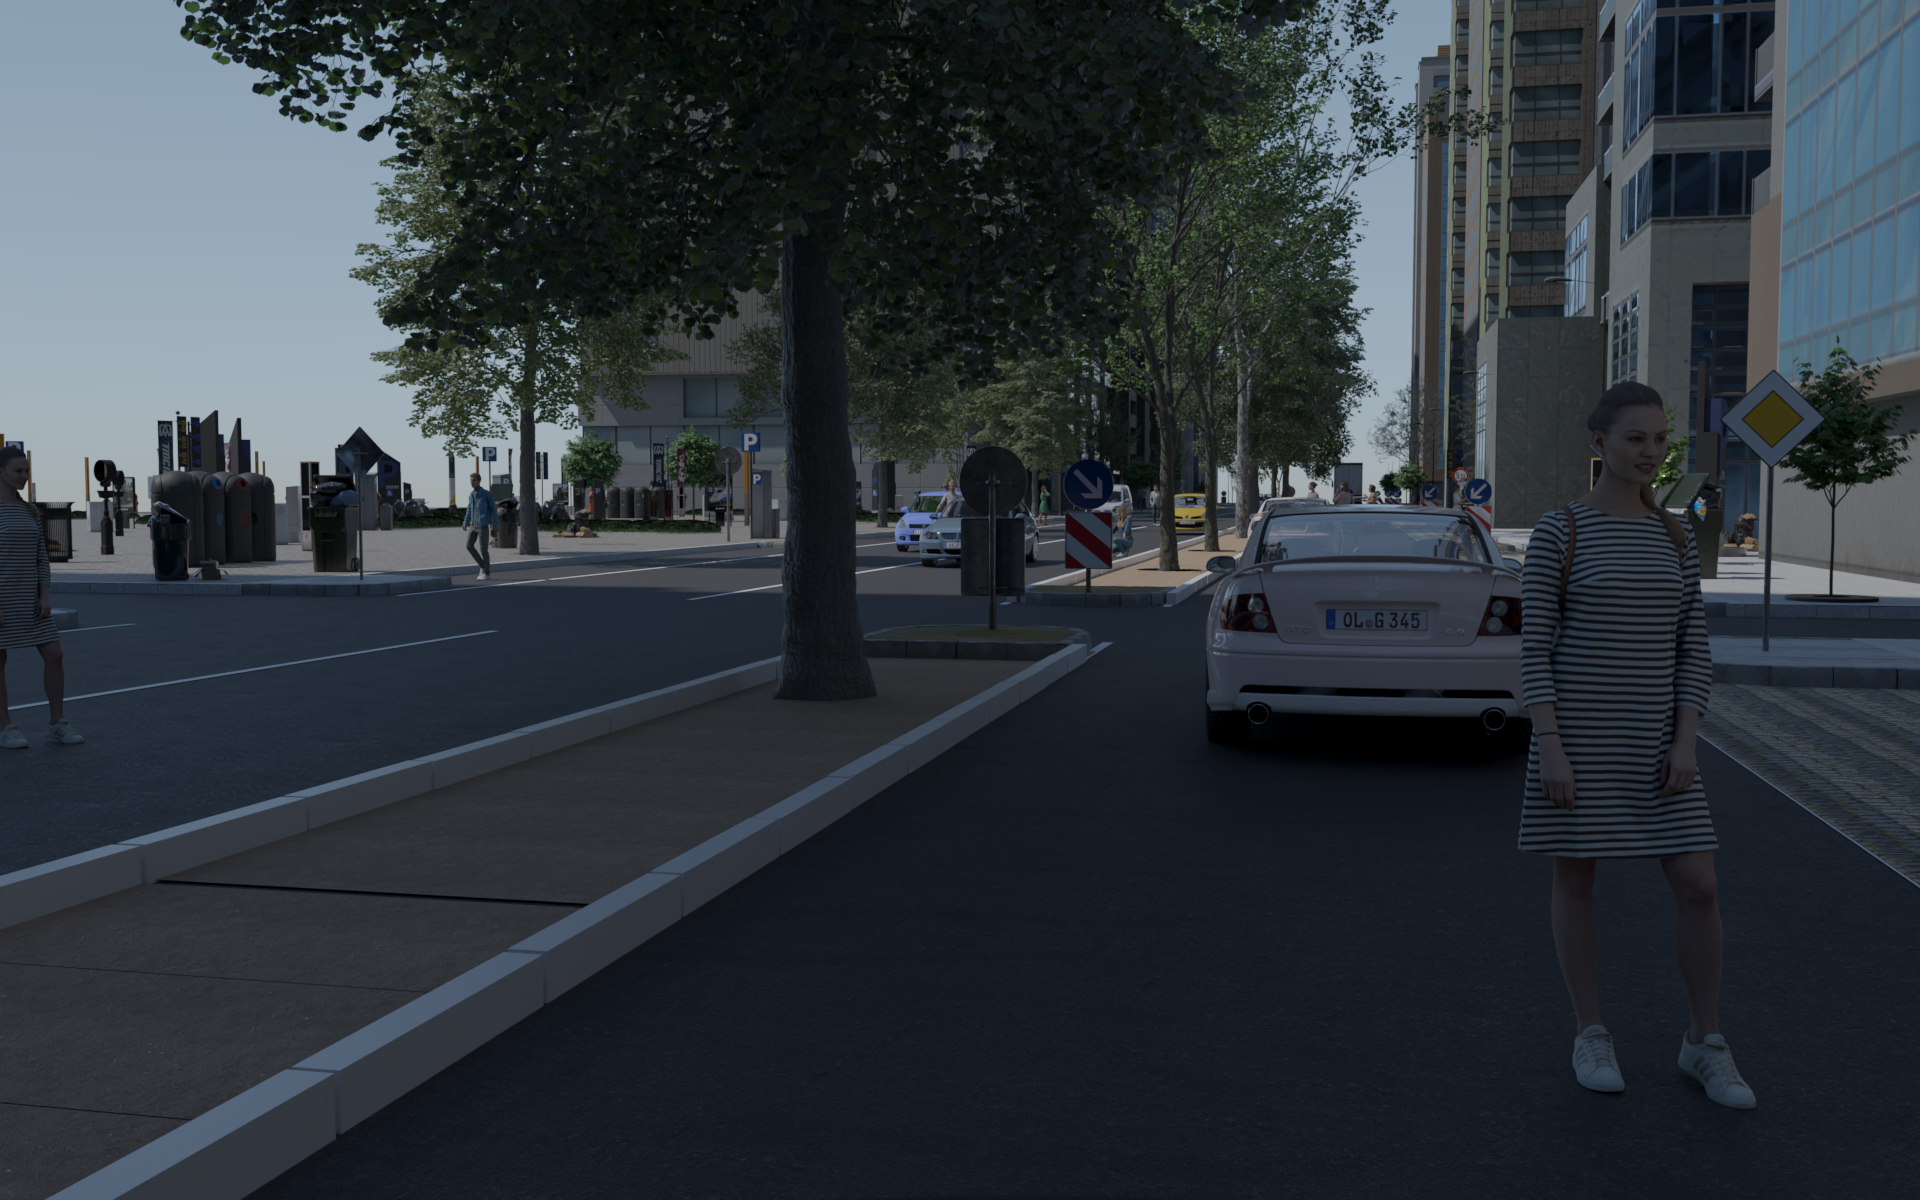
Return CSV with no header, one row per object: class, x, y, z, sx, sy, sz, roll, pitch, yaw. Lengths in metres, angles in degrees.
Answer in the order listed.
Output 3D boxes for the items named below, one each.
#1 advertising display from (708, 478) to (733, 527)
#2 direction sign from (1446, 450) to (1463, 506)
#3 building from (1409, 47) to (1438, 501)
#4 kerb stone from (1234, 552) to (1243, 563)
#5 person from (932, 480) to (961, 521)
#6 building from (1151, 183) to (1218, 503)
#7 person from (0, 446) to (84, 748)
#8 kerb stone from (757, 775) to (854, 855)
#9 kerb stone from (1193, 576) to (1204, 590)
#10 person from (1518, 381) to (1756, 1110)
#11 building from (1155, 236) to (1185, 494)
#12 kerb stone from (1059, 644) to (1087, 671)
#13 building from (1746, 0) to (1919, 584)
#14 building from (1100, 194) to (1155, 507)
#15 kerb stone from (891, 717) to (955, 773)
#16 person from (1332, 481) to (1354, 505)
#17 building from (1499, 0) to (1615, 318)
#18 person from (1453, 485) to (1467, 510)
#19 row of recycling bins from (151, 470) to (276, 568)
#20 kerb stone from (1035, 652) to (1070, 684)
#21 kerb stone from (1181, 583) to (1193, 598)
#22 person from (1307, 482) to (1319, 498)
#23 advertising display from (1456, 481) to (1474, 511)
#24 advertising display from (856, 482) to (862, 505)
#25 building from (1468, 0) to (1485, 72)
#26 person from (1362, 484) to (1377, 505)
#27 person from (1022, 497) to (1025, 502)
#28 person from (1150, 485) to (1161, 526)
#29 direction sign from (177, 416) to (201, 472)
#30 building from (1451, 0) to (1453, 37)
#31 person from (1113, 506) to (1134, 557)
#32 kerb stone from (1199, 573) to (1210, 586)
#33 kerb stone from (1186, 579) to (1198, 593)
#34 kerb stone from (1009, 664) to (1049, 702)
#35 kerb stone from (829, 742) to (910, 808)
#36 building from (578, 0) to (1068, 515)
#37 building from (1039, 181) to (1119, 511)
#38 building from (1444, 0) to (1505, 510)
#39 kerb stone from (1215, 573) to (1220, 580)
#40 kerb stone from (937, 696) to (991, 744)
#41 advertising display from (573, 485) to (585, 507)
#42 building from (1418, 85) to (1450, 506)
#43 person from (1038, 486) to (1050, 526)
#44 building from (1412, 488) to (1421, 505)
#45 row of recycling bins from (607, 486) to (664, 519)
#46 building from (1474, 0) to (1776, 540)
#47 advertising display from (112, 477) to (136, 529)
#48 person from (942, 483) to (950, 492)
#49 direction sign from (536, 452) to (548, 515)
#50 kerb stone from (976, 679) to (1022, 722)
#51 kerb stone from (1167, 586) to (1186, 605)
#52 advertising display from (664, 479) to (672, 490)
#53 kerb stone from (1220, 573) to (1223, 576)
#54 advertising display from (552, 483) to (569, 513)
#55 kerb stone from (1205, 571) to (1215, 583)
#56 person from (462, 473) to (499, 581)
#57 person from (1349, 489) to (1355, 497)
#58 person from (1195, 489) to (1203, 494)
advertising display,-9.474,-3.866,68.421,0.974,1.923,0.123,0,4,-1
direction sign,25.432,-5.940,89.108,0.876,3.537,0.379,-1,4,-8
building,71.686,-42.257,232.898,21.231,58.520,28.212,1,4,13
kerb stone,5.995,-0.901,36.925,0.120,0.150,1.000,1,4,13
person,-0.342,-1.824,38.997,0.731,1.740,0.598,-3,5,-39
building,24.365,-42.690,239.981,21.231,58.520,28.212,1,4,13
person,-5.372,-0.020,9.828,0.522,1.701,0.512,1,4,23
kerb stone,-0.659,0.909,7.363,0.120,0.150,1.000,1,4,13
kerb stone,3.516,-0.229,25.932,0.120,0.150,1.000,1,4,13
person,1.603,0.323,4.215,0.512,1.701,0.522,0,4,-5
building,17.280,-25.686,191.662,14.160,30.474,14.107,1,4,13
kerb stone,0.918,0.482,14.371,0.120,0.150,1.000,1,4,13
building,20.839,-22.907,24.648,14.200,45.320,14.600,1,4,13
building,10.413,-24.056,165.023,14.160,30.474,14.107,1,4,13
kerb stone,-0.209,0.785,9.364,0.120,0.150,1.000,1,4,13
person,9.515,-2.047,42.552,0.593,1.750,0.643,-2,4,-28
building,33.948,-19.212,85.818,14.160,30.474,14.107,1,4,13
person,16.916,-3.030,58.616,0.524,1.755,0.480,0,4,2
row of recycling bins,-13.649,-1.502,31.671,1.069,1.692,3.534,0,4,4
kerb stone,0.689,0.540,13.371,0.120,0.150,1.000,1,4,13
kerb stone,3.076,-0.103,23.930,0.120,0.150,1.000,1,4,13
person,9.850,-2.445,48.813,0.374,1.781,0.599,-2,4,-31
advertising display,24.066,-4.717,82.340,0.974,1.923,0.123,0,4,3
advertising display,-5.281,-5.100,88.600,0.123,1.923,0.974,1,4,20
building,41.578,-28.504,116.148,14.600,45.320,14.200,1,4,13
person,14.573,-3.232,61.697,0.532,1.782,0.716,1,4,11
person,2.727,-4.252,78.566,0.519,1.759,0.362,-1,4,-14
person,8.805,-4.222,77.379,0.661,1.843,0.795,2,4,25
direction sign,-22.485,-3.583,50.573,0.379,3.537,0.876,1,4,19
building,53.033,-37.155,149.477,21.231,58.520,28.212,1,4,13
person,3.660,-1.566,39.610,0.738,1.151,1.012,-1,4,-19
kerb stone,3.743,-0.290,26.937,0.120,0.150,1.000,1,4,13
kerb stone,3.289,-0.167,24.930,0.120,0.150,1.000,1,4,13
kerb stone,0.472,0.601,12.365,0.120,0.150,1.000,1,4,13
kerb stone,-0.438,0.846,8.363,0.120,0.150,1.000,1,4,13
building,-7.650,-32.215,115.957,28.713,52.752,27.495,1,4,13
building,0.414,-32.067,143.904,23.786,49.044,30.456,1,4,13
building,43.937,-27.316,130.213,14.154,41.232,14.086,1,4,13
kerb stone,4.200,-0.408,28.934,0.120,0.150,1.000,1,4,13
kerb stone,0.013,0.724,10.362,0.120,0.150,1.000,1,4,13
advertising display,-20.558,-5.398,93.470,0.123,1.923,0.974,1,4,22
building,57.900,-33.014,189.896,14.600,45.320,14.200,1,4,13
person,3.758,-4.236,78.004,0.529,1.795,0.600,-1,4,-12
building,70.882,-31.488,206.716,32.217,40.220,23.993,1,4,13
row of recycling bins,-17.005,-5.131,91.002,3.534,1.692,1.069,1,4,21
building,29.464,-45.332,53.856,22.319,86.520,31.000,1,4,13
advertising display,-31.019,-3.613,64.279,0.974,1.923,0.123,1,4,19
person,-0.372,-2.940,56.745,0.590,1.801,0.661,0,4,-6
direction sign,-22.412,-6.173,92.922,0.379,3.537,0.876,2,4,32
kerb stone,0.239,0.663,11.360,0.120,0.150,1.000,1,4,13
kerb stone,2.847,-0.045,22.926,0.120,0.150,1.000,1,4,13
advertising display,-12.901,-4.363,76.546,0.123,1.923,0.974,0,4,5
kerb stone,4.417,-0.473,29.938,0.120,0.150,1.000,1,4,13
advertising display,-23.937,-6.033,103.852,0.974,1.923,0.123,0,4,5
kerb stone,3.975,-0.347,27.937,0.120,0.150,1.000,1,4,13
person,-7.958,-1.221,28.804,0.601,1.785,0.444,2,4,35
person,24.555,-6.122,109.320,0.721,1.743,1.217,-2,4,-32
person,15.003,-6.091,108.894,0.742,1.727,0.445,3,4,36
